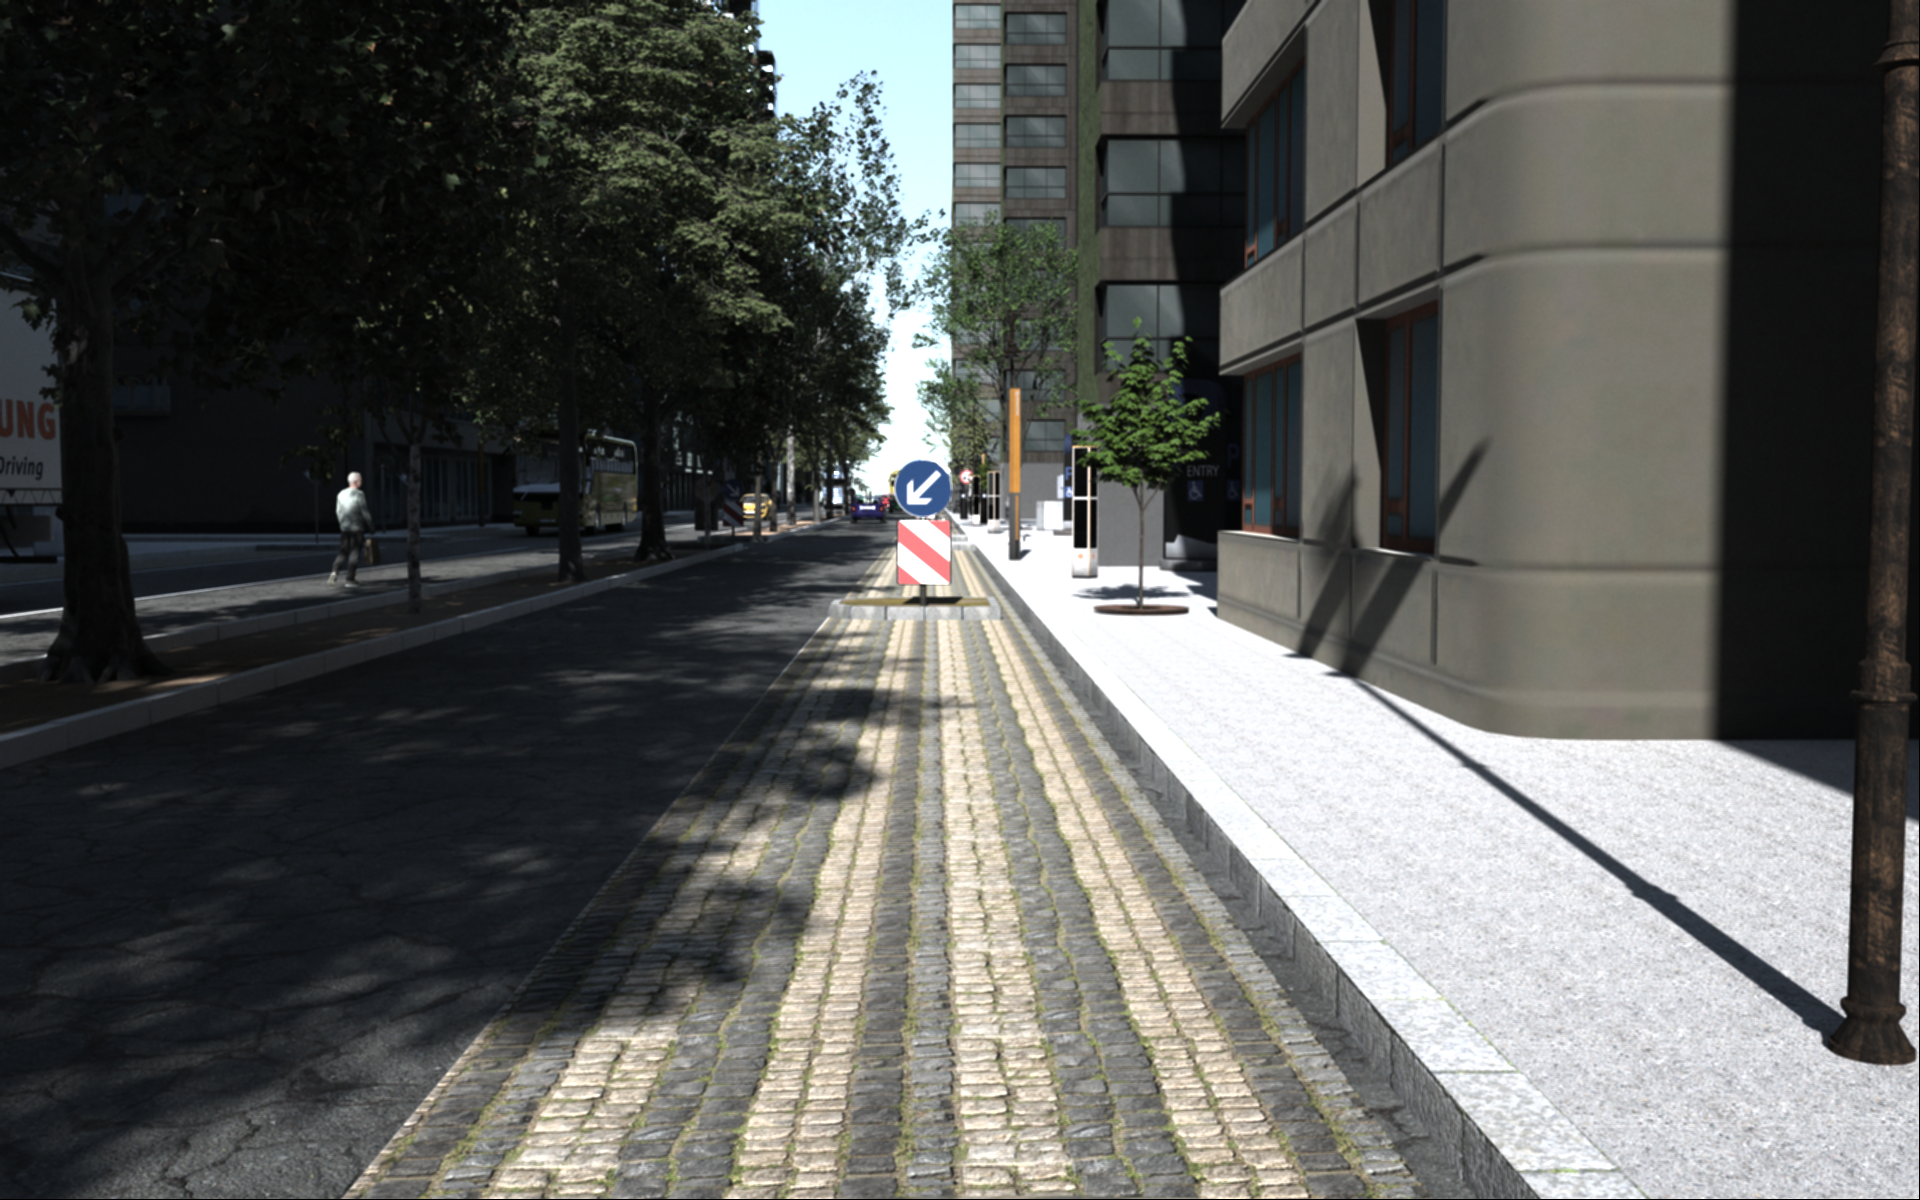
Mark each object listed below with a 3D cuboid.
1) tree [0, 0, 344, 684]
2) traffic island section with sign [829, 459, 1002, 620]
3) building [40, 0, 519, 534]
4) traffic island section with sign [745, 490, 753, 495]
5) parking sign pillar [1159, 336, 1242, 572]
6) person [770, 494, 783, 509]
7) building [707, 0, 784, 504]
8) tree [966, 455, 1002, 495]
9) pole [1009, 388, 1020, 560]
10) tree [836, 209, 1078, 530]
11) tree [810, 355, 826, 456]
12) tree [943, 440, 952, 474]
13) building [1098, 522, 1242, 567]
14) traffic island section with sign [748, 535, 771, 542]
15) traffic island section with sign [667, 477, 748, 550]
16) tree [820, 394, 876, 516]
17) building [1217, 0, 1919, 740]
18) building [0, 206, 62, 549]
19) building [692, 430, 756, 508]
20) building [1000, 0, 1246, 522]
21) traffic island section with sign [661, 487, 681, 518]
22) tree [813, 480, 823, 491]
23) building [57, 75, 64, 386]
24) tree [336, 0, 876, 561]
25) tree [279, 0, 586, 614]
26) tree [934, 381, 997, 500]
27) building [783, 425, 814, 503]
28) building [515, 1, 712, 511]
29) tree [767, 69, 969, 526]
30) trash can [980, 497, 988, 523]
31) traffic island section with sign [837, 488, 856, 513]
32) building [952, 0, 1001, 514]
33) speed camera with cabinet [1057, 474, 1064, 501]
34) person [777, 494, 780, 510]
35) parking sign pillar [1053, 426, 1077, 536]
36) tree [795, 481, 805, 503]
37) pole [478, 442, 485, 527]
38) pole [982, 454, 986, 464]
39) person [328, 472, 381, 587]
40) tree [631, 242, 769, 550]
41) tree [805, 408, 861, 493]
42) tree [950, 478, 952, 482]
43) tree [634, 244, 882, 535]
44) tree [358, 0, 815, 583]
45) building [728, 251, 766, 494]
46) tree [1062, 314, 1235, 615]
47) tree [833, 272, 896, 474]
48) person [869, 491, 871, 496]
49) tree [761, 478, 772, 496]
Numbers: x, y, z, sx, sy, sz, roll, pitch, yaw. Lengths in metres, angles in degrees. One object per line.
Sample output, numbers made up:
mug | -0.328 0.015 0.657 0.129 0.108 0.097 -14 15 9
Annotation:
tree | -6.707 -5.721 13.003 9.611 12.733 9.660 0 3 0
traffic island section with sign | -0.536 -0.725 20.484 1.989 1.847 2.006 0 4 -1
building | -29.969 -26.975 64.751 21.300 48.544 21.600 0 4 -1
traffic island section with sign | -18.452 -8.745 151.610 1.989 1.847 2.006 0 4 -1
parking sign pillar | 4.096 -2.489 29.163 1.447 3.967 1.447 -3 5 -42
person | -17.848 -9.732 167.627 1.348 1.824 0.705 -1 4 -10
building | -34.101 -55.905 226.717 22.319 86.520 31.000 0 4 -1
tree | 1.111 -5.520 84.858 1.663 3.219 1.824 0 3 0
pole | 1.062 -2.429 33.550 0.158 3.312 0.155 0 3 0
tree | 2.065 -8.359 62.423 9.928 11.665 9.643 0 3 0
tree | -7.944 -11.679 119.170 9.928 11.665 9.643 0 3 0
tree | -0.113 -16.252 216.086 4.360 8.622 3.978 0 3 0
building | 9.368 -16.207 36.681 14.160 30.474 14.107 0 4 -1
traffic island section with sign | -6.833 -2.728 52.736 2.006 1.907 1.989 0 4 -1
traffic island section with sign | -6.722 -2.275 45.330 2.006 1.907 1.989 0 4 -1
tree | -8.060 -10.622 126.491 4.360 8.622 3.978 0 3 0
building | 16.723 -9.668 3.109 27.650 21.520 28.899 0 4 -1
building | -34.906 -25.166 31.079 30.456 49.044 23.786 0 4 -1
building | -35.803 -20.110 173.845 27.650 21.520 28.899 0 4 -1
building | 9.118 -19.687 93.577 14.160 30.474 14.107 0 4 -1
traffic island section with sign | -17.655 -5.758 102.771 1.989 1.847 2.006 0 4 -1
tree | -23.709 -18.403 284.595 4.285 4.588 4.351 0 3 0
building | -31.971 -29.301 98.672 23.786 49.044 30.456 0 4 -1
tree | -6.598 -7.174 36.761 9.611 12.733 9.660 0 3 0
tree | -6.544 -4.148 20.632 4.737 8.622 4.395 0 3 0
tree | 0.562 -9.769 110.089 4.737 8.622 4.395 0 3 0
building | -36.614 -25.351 259.525 27.650 21.520 28.899 0 4 -1
building | -33.505 -31.964 142.213 23.786 49.044 30.456 0 4 -1
tree | -6.351 -13.336 76.387 12.611 20.169 13.585 0 3 0
trash can | 0.993 -3.924 75.815 0.748 1.137 0.748 0 3 0
traffic island section with sign | -8.069 -7.323 127.865 2.006 1.907 1.989 0 4 -1
building | 6.472 -26.627 118.940 14.154 41.232 14.086 0 4 -1
speed camera with cabinet | 5.723 -5.422 82.987 2.038 3.252 0.660 1 4 16
person | -16.433 -8.902 154.993 0.756 1.711 0.436 1 4 19
parking sign pillar | 3.631 -4.007 53.989 1.447 3.967 1.447 1 4 22
tree | -21.978 -14.899 238.203 1.663 3.219 1.824 0 3 0
pole | -18.753 -4.526 67.836 0.158 3.312 0.155 0 3 0
pole | 1.202 -5.722 87.395 0.158 3.312 0.155 0 3 0
person | -9.344 -1.087 26.753 0.782 1.767 0.515 2 4 24
tree | -6.451 -5.574 43.961 4.360 8.622 3.978 0 3 0
tree | -8.011 -9.454 107.389 4.737 8.622 4.395 0 3 0
tree | -0.619 -10.594 167.814 1.663 3.219 1.824 0 3 0
tree | -7.109 -7.845 65.137 8.767 10.594 7.601 0 4 -1
tree | -6.180 -6.524 27.248 7.486 12.596 7.792 0 3 0
building | -29.614 -31.266 194.799 14.154 41.232 14.086 0 4 -1
tree | 1.926 -1.483 18.847 1.663 3.219 1.824 0 3 0
tree | -7.108 -10.162 86.737 7.486 12.596 7.792 0 3 0
person | -11.354 -12.958 220.000 0.705 1.869 1.348 1 4 9
tree | -21.096 -12.006 190.895 1.663 3.219 1.824 0 3 0
